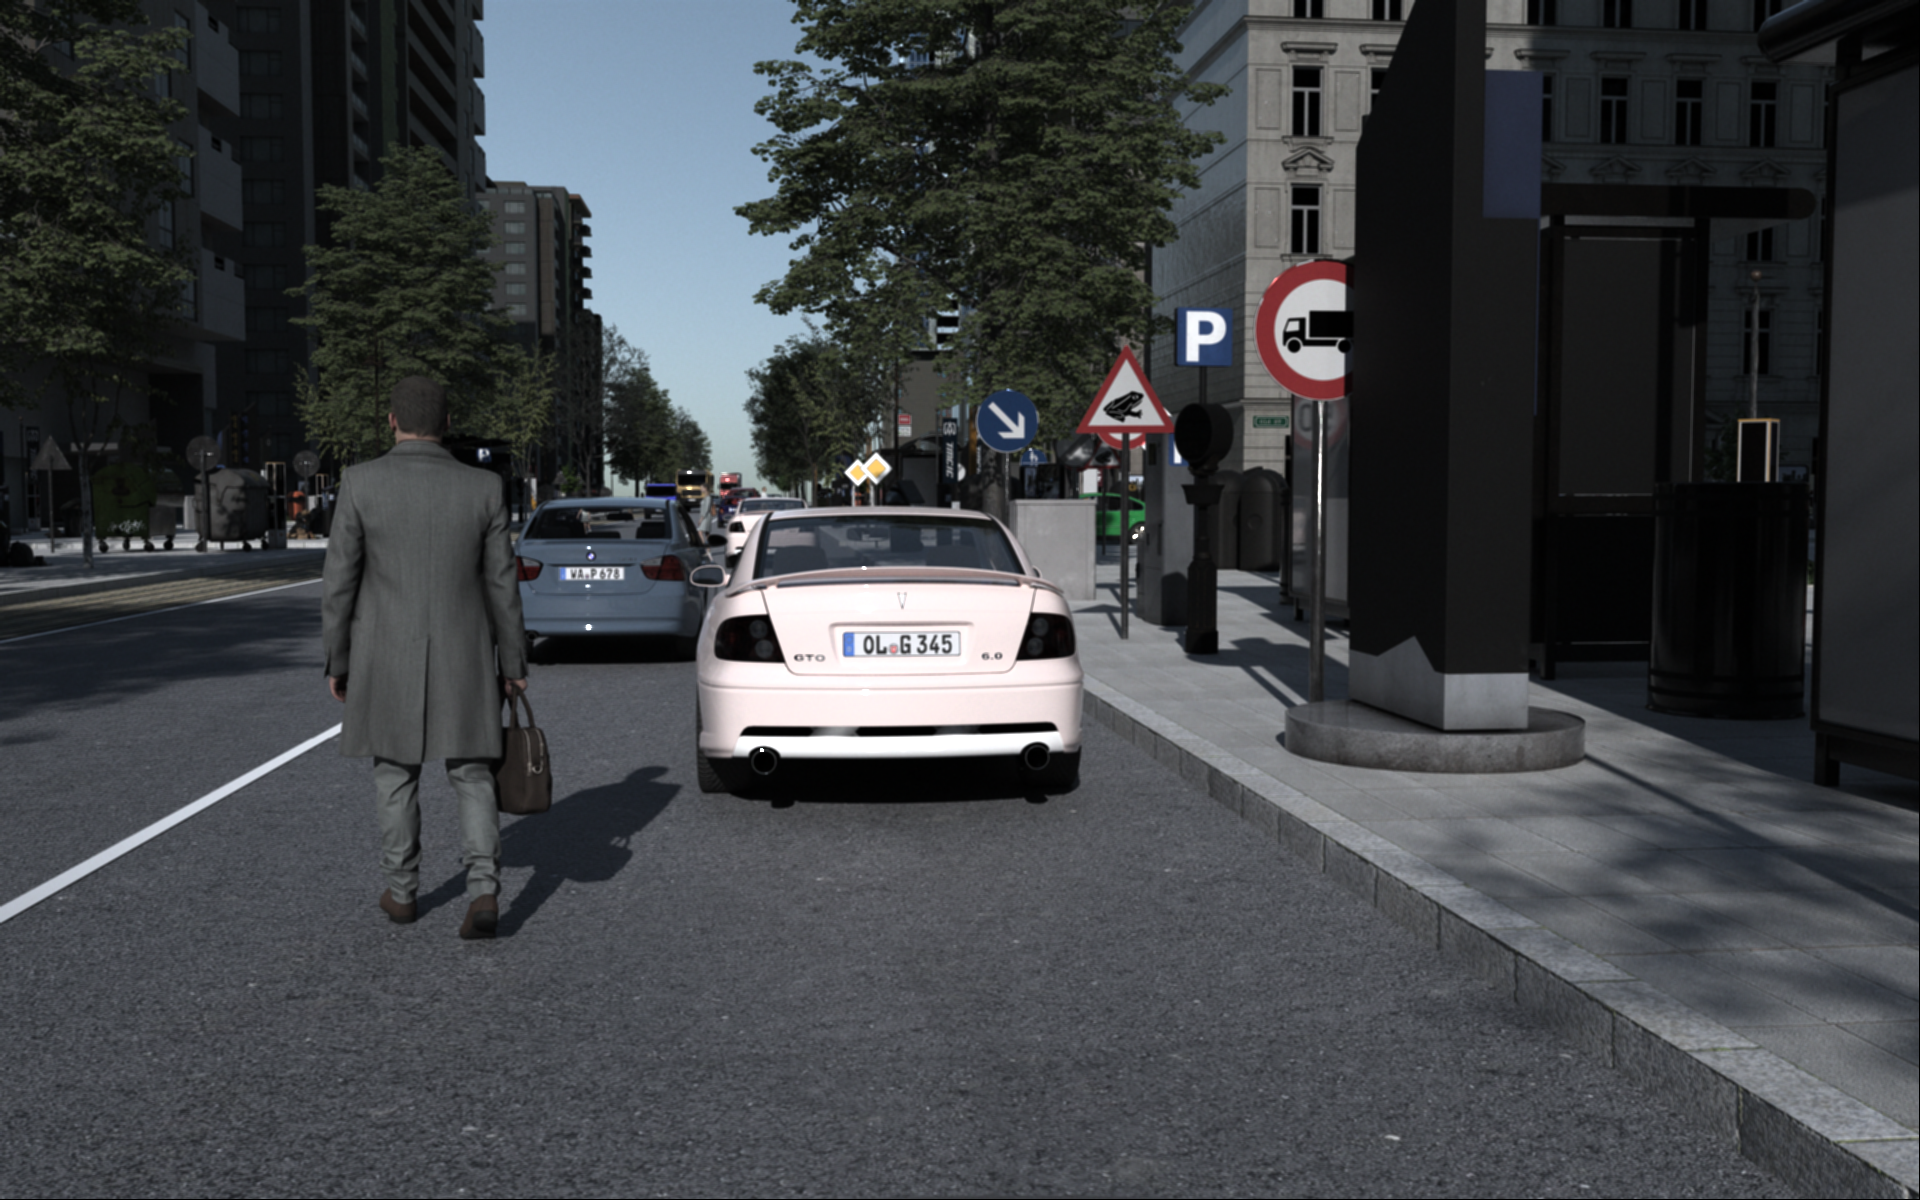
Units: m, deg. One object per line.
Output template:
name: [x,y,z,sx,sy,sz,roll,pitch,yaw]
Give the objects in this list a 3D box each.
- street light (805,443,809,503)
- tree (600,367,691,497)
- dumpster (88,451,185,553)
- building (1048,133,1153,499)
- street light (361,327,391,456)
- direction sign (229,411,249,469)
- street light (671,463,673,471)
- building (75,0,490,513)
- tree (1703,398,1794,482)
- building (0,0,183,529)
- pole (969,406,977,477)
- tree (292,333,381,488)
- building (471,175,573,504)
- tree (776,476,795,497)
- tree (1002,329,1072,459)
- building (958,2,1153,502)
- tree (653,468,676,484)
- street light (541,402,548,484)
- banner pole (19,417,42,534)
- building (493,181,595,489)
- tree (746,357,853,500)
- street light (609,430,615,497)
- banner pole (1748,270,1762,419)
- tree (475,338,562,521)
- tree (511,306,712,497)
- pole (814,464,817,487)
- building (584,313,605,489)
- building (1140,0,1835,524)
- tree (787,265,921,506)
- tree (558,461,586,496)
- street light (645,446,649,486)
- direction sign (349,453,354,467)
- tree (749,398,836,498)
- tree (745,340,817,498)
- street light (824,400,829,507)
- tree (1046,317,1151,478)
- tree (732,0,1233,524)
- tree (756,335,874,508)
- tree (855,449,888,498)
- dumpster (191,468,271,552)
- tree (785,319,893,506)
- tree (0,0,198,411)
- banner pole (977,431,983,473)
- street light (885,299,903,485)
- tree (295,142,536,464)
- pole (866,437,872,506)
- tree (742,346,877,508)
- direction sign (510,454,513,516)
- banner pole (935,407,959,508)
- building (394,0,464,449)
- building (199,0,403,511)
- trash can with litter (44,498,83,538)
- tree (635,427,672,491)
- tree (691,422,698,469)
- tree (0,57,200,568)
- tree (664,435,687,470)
street light: [-10.893,-9.151,122.405,0.468,5.910,1.993,0,4,-6]
tree: [-28.622,-14.434,154.124,7.486,12.596,7.792,0,3,0]
dumpster: [-18.431,-2.218,38.751,1.502,2.255,1.985,0,4,-7]
building: [10.044,-15.594,105.875,10.553,20.767,40.483,0,4,-6]
street light: [-16.159,-4.604,48.057,0.468,5.910,1.993,0,4,-6]
direction sign: [-19.762,-3.398,47.557,0.379,3.537,0.876,0,4,8]
street light: [-34.371,-14.292,206.460,0.468,5.910,1.993,0,4,-6]
building: [-57.447,-34.534,153.862,28.713,52.752,27.495,0,4,-6]
tree: [15.773,-2.491,35.332,1.663,3.219,1.824,0,3,0]
building: [-46.504,-29.416,70.190,28.713,52.752,27.495,0,4,-6]
pole: [0.300,-2.834,40.181,0.158,3.312,0.155,0,3,0]
tree: [-27.043,-7.691,76.109,4.737,8.622,4.395,0,3,0]
building: [-58.020,-33.005,223.231,14.154,41.232,14.086,0,4,-6]
tree: [-23.150,-15.115,230.835,4.285,4.588,4.351,0,3,0]
tree: [2.825,-7.536,73.575,4.737,8.622,4.395,0,3,0]
building: [10.807,-43.288,146.017,20.563,71.187,20.611,0,4,-6]
tree: [-33.917,-13.167,198.988,4.285,4.588,4.351,0,3,0]
street light: [-20.623,-6.934,86.166,0.468,5.910,1.993,0,4,-6]
banner pole: [-30.221,-4.051,56.249,0.401,3.779,0.863,2,4,27]
building: [-63.828,-36.101,244.882,22.147,44.769,28.867,0,4,-6]
tree: [-13.842,-14.739,151.349,12.009,13.543,11.850,0,3,0]
street light: [-24.908,-9.244,123.925,0.468,5.910,1.993,0,4,-6]
banner pole: [8.814,-1.788,19.252,0.401,3.779,0.863,1,4,21]
tree: [-20.740,-8.045,81.893,4.737,8.622,4.395,0,3,0]
tree: [-24.616,-12.456,114.025,12.009,13.543,11.850,0,3,0]
pole: [-9.634,-7.441,115.501,0.158,3.312,0.155,0,3,0]
building: [-62.721,-30.295,267.031,14.160,30.474,14.107,0,4,-6]
building: [31.028,-18.224,74.373,44.131,29.872,17.030,0,4,-6]
tree: [-2.982,-6.382,54.702,4.360,8.622,3.978,0,3,0]
tree: [-22.784,-6.469,100.377,1.663,3.219,1.824,0,3,0]
street light: [-29.354,-11.592,162.311,0.468,5.910,1.993,0,4,-6]
direction sign: [-33.384,-6.306,95.102,0.379,3.537,0.876,0,4,-5]
tree: [-16.663,-15.833,175.882,9.611,12.733,9.660,0,3,0]
tree: [-20.110,-21.867,213.411,12.611,20.169,13.585,0,3,0]
street light: [-6.464,-6.820,84.291,0.468,5.910,1.993,0,4,-6]
tree: [5.232,-7.186,67.853,4.360,8.622,3.978,0,3,0]
tree: [0.380,-6.641,26.715,7.486,12.596,7.792,0,3,0]
tree: [-11.479,-14.149,137.988,9.857,13.997,8.962,0,3,0]
tree: [-4.141,-4.873,74.274,1.663,3.219,1.824,0,3,0]
dumpster: [-16.337,-2.024,38.849,1.264,1.857,1.865,0,4,-6]
tree: [-4.462,-7.252,68.936,4.737,8.622,4.395,0,3,0]
tree: [-13.772,-6.364,22.175,7.486,12.596,7.792,0,3,0]
banner pole: [0.686,-3.942,54.465,0.863,3.779,0.401,-3,5,-40]
street light: [-1.493,-4.162,40.833,0.468,5.910,1.993,0,4,-6]
tree: [-17.753,-8.439,56.111,7.486,12.596,7.792,0,3,0]
pole: [-3.259,-4.166,61.965,0.158,3.312,0.155,0,3,0]
tree: [-9.167,-10.674,108.925,8.767,10.594,7.601,-2,4,-29]
direction sign: [-26.174,-6.647,100.678,0.379,3.537,0.876,-1,4,-18]
banner pole: [-0.439,-3.675,50.108,0.863,3.779,0.401,-1,4,-21]
building: [-50.309,-30.975,130.142,21.300,48.544,21.600,0,4,-6]
building: [-44.179,-26.077,109.953,14.154,41.232,14.086,0,4,-6]
trash can with litter: [-26.189,-2.405,50.701,0.624,1.170,1.055,2,4,32]
tree: [-29.908,-13.260,167.166,4.360,8.622,3.978,0,3,0]
tree: [-33.363,-16.309,184.779,7.486,12.596,7.792,0,3,0]
tree: [-14.980,-4.839,29.474,4.737,8.622,4.395,0,3,0]
tree: [-35.830,-16.006,212.059,4.737,8.622,4.395,0,3,0]
